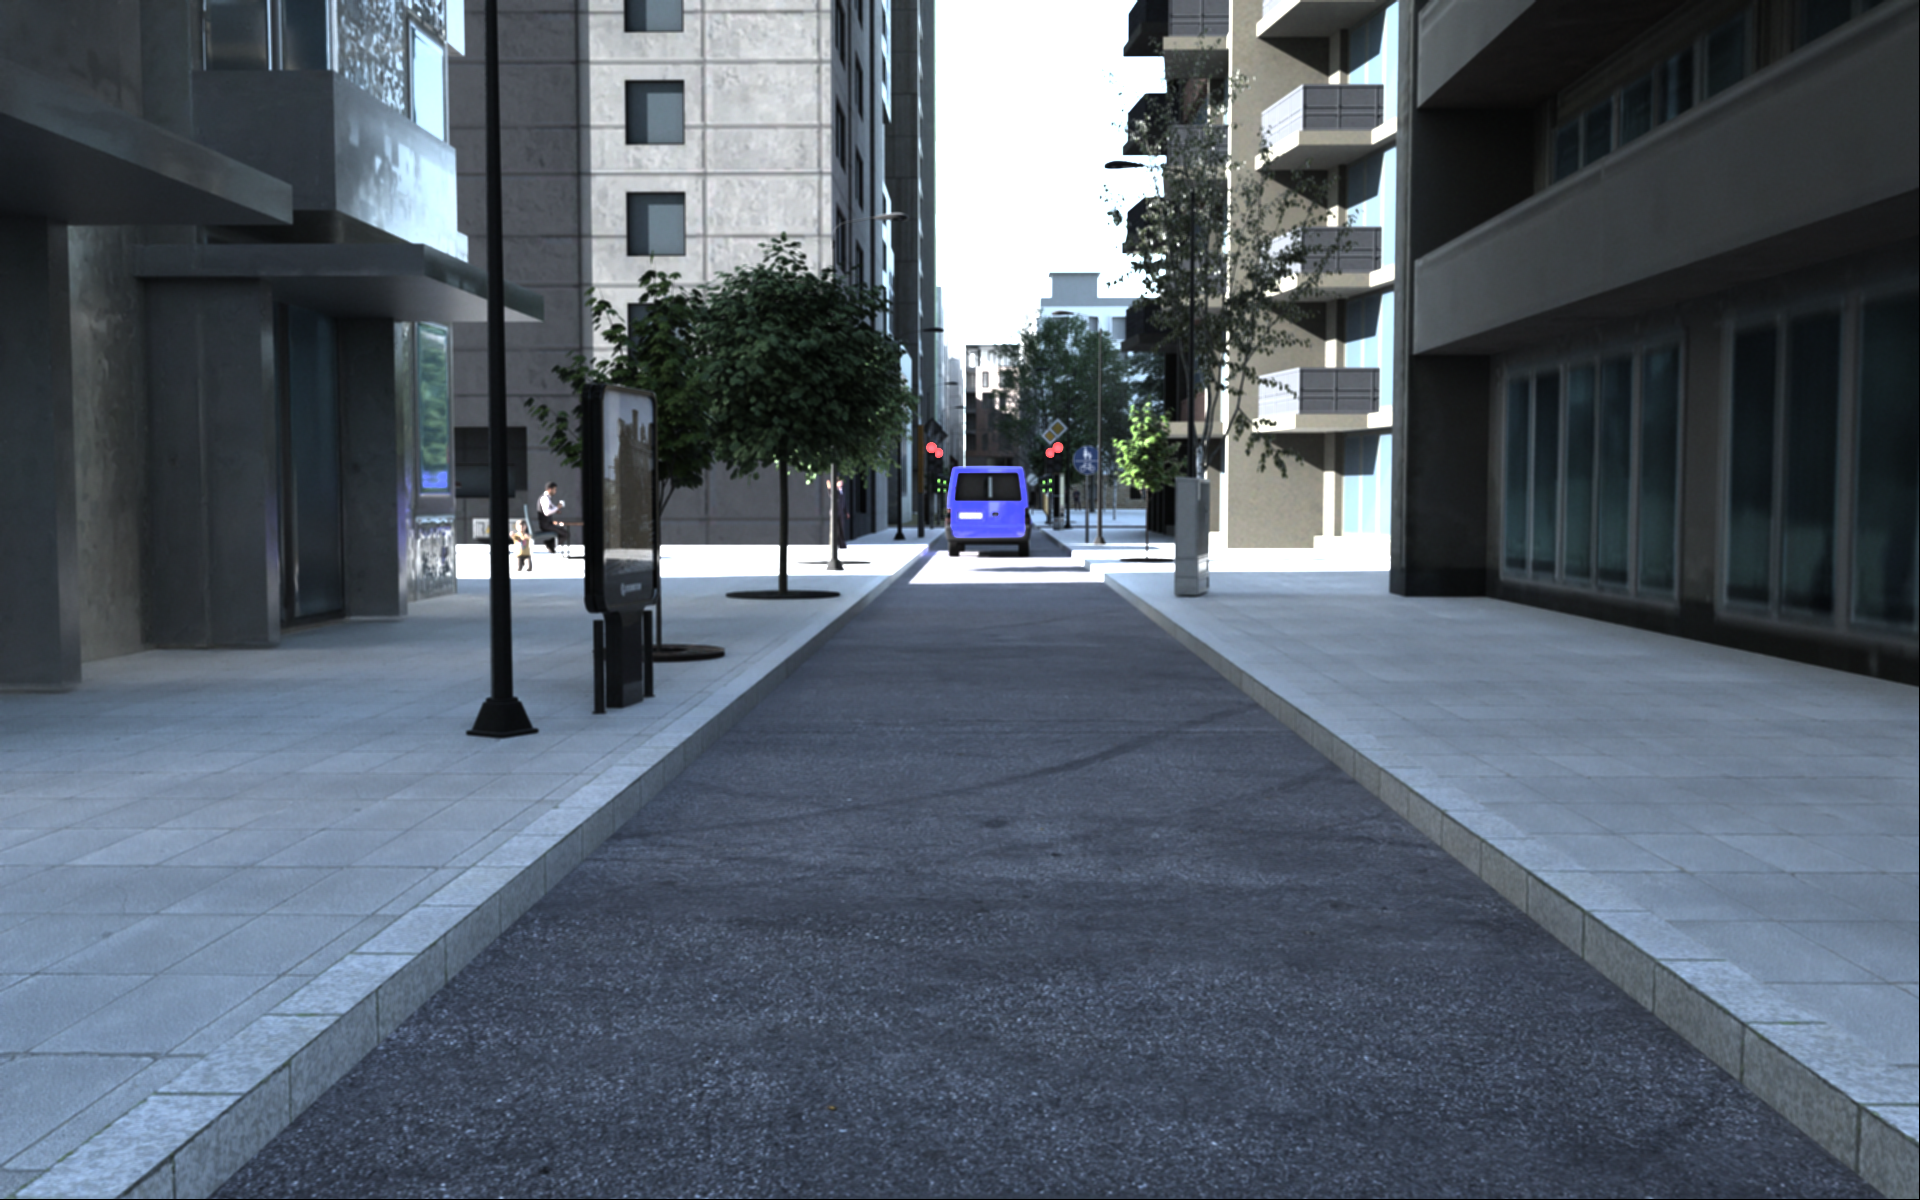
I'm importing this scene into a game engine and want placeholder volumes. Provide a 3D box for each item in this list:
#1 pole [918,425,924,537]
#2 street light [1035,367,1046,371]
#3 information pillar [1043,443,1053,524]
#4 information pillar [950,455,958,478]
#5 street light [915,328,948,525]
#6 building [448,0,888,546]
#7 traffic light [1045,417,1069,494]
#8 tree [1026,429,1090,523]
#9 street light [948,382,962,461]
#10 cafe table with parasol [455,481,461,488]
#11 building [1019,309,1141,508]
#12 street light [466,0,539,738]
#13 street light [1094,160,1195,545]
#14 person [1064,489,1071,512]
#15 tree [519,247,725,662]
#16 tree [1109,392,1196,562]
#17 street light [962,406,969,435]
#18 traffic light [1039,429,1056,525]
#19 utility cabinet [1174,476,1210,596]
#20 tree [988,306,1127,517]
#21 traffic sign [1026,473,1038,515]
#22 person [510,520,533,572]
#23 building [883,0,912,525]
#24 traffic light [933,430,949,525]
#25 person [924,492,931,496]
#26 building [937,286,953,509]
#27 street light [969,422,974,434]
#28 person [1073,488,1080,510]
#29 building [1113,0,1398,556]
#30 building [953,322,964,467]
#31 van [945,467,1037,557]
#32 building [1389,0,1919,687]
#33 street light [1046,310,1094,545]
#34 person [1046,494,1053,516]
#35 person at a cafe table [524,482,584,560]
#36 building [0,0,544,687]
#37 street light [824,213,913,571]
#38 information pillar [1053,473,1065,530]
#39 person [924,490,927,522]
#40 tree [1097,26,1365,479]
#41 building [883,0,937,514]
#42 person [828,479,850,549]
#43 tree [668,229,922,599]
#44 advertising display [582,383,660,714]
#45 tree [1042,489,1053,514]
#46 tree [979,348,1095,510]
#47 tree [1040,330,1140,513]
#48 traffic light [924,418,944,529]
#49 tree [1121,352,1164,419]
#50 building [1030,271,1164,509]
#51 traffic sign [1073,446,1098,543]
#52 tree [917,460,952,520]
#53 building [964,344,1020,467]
[{"bbox_3d":[-1.150,-3.507,51.183,0.158,3.312,0.155,0,3,0],"label":"pole"},{"bbox_3d":[3.436,-5.572,63.639,1.470,5.913,1.316,0,4,1],"label":"street light"},{"bbox_3d":[3.763,-5.070,74.244,0.183,3.616,0.504,3,5,42],"label":"information pillar"},{"bbox_3d":[-0.377,-6.817,102.818,0.504,3.616,0.183,0,4,-3],"label":"information pillar"},{"bbox_3d":[-1.155,-4.644,48.472,1.470,5.913,1.316,0,4,1],"label":"street light"},{"bbox_3d":[-13.133,-37.488,51.174,20.611,71.187,20.563,0,4,1],"label":"building"},{"bbox_3d":[3.566,-4.571,63.649,0.839,4.253,0.868,0,4,1],"label":"traffic light"},{"bbox_3d":[4.580,-5.800,78.547,4.285,4.588,4.351,0,3,0],"label":"tree"},{"bbox_3d":[-0.773,-6.071,71.807,1.470,5.913,1.316,0,4,1],"label":"street light"},{"bbox_3d":[-12.061,-1.983,37.283,2.610,1.966,2.610,-1,4,-21],"label":"cafe table with parasol"},{"bbox_3d":[14.616,-18.824,174.237,16.747,18.905,31.486,0,4,1],"label":"building"},{"bbox_3d":[-1.909,-2.235,9.077,1.470,5.913,1.316,0,4,1],"label":"street light"},{"bbox_3d":[2.697,-3.162,24.243,1.470,5.913,1.316,0,4,1],"label":"street light"},{"bbox_3d":[7.683,-7.172,124.778,0.593,1.643,0.415,1,4,11],"label":"person"},{"bbox_3d":[-2.349,-1.170,13.739,1.663,3.219,1.824,0,3,0],"label":"tree"},{"bbox_3d":[3.701,-2.350,33.018,1.663,3.219,1.824,0,3,0],"label":"tree"},{"bbox_3d":[-0.416,-7.282,91.607,1.470,5.913,1.316,0,4,1],"label":"street light"},{"bbox_3d":[3.711,-5.059,71.633,0.839,4.253,0.868,0,4,1],"label":"traffic light"},{"bbox_3d":[2.981,-0.821,22.109,0.318,1.500,1.173,1,4,15],"label":"utility cabinet"},{"bbox_3d":[5.368,-10.367,95.257,9.928,11.665,9.643,0,3,0],"label":"tree"},{"bbox_3d":[4.487,-6.555,107.283,0.768,2.556,0.104,0,4,4],"label":"traffic sign"},{"bbox_3d":[-7.228,-0.894,28.583,0.347,0.859,0.695,-1,4,-12],"label":"person"},{"bbox_3d":[-13.378,-47.292,85.889,22.319,86.520,31.000,0,4,1],"label":"building"},{"bbox_3d":[-0.870,-5.063,71.700,0.839,4.253,0.868,0,4,1],"label":"traffic light"},{"bbox_3d":[-1.651,-5.236,93.528,0.647,1.594,0.662,-3,5,-43],"label":"person"},{"bbox_3d":[-9.619,-18.137,162.997,16.747,18.905,31.486,0,4,1],"label":"building"},{"bbox_3d":[0.022,-8.515,111.755,1.470,5.913,1.316,0,4,1],"label":"street light"},{"bbox_3d":[9.109,-7.858,134.967,0.683,1.767,0.568,1,4,15],"label":"person"},{"bbox_3d":[15.971,-24.002,47.063,22.147,44.769,28.867,0,4,1],"label":"building"},{"bbox_3d":[-8.137,-20.058,194.403,16.747,18.905,31.486,0,4,1],"label":"building"},{"bbox_3d":[0.726,-2.256,41.277,2.240,2.365,5.245,0,4,2],"label":"van"},{"bbox_3d":[16.032,-23.647,10.332,21.300,48.544,21.600,0,4,1],"label":"building"},{"bbox_3d":[3.013,-4.367,43.942,1.470,5.913,1.316,0,4,1],"label":"street light"},{"bbox_3d":[5.249,-5.749,102.737,0.574,1.496,0.600,3,4,36],"label":"person"},{"bbox_3d":[-7.795,-1.583,34.390,1.622,1.524,1.698,-1,4,-19],"label":"person at a cafe table"},{"bbox_3d":[-16.254,-23.761,8.107,23.786,49.044,30.456,0,4,1],"label":"building"},{"bbox_3d":[-1.553,-3.439,28.775,1.470,5.913,1.316,0,4,1],"label":"street light"},{"bbox_3d":[3.532,-3.513,61.925,0.304,2.012,0.304,3,4,38],"label":"information pillar"},{"bbox_3d":[-1.552,-4.393,80.146,0.388,1.546,0.482,-1,4,-18],"label":"person"},{"bbox_3d":[3.998,-4.733,27.748,4.360,8.622,3.978,0,3,0],"label":"tree"},{"bbox_3d":[-8.680,-26.095,110.252,14.154,41.232,14.086,0,4,1],"label":"building"},{"bbox_3d":[-2.822,-2.029,40.024,0.445,1.727,0.742,0,4,8],"label":"person"},{"bbox_3d":[-2.307,-2.320,21.647,4.285,4.588,4.351,0,3,0],"label":"tree"},{"bbox_3d":[-2.043,-0.323,10.500,0.123,1.923,0.974,1,4,9],"label":"advertising display"},{"bbox_3d":[6.175,-7.323,114.328,1.663,3.219,1.824,0,3,0],"label":"tree"},{"bbox_3d":[6.357,-14.021,139.612,12.009,13.543,11.850,0,3,0],"label":"tree"},{"bbox_3d":[9.307,-12.329,119.703,7.486,12.596,7.792,0,3,0],"label":"tree"},{"bbox_3d":[-1.015,-4.575,63.716,0.839,4.253,0.868,0,4,1],"label":"traffic light"},{"bbox_3d":[15.123,-12.411,109.570,9.857,13.997,8.962,0,3,0],"label":"tree"},{"bbox_3d":[14.216,-18.128,152.811,16.016,20.091,11.380,0,4,1],"label":"building"},{"bbox_3d":[3.352,-2.783,45.606,0.768,2.556,0.104,0,4,6],"label":"traffic sign"},{"bbox_3d":[-1.059,-5.622,86.515,1.663,3.219,1.824,0,3,0],"label":"tree"},{"bbox_3d":[17.089,-24.586,245.956,32.646,21.610,27.936,0,4,1],"label":"building"}]
